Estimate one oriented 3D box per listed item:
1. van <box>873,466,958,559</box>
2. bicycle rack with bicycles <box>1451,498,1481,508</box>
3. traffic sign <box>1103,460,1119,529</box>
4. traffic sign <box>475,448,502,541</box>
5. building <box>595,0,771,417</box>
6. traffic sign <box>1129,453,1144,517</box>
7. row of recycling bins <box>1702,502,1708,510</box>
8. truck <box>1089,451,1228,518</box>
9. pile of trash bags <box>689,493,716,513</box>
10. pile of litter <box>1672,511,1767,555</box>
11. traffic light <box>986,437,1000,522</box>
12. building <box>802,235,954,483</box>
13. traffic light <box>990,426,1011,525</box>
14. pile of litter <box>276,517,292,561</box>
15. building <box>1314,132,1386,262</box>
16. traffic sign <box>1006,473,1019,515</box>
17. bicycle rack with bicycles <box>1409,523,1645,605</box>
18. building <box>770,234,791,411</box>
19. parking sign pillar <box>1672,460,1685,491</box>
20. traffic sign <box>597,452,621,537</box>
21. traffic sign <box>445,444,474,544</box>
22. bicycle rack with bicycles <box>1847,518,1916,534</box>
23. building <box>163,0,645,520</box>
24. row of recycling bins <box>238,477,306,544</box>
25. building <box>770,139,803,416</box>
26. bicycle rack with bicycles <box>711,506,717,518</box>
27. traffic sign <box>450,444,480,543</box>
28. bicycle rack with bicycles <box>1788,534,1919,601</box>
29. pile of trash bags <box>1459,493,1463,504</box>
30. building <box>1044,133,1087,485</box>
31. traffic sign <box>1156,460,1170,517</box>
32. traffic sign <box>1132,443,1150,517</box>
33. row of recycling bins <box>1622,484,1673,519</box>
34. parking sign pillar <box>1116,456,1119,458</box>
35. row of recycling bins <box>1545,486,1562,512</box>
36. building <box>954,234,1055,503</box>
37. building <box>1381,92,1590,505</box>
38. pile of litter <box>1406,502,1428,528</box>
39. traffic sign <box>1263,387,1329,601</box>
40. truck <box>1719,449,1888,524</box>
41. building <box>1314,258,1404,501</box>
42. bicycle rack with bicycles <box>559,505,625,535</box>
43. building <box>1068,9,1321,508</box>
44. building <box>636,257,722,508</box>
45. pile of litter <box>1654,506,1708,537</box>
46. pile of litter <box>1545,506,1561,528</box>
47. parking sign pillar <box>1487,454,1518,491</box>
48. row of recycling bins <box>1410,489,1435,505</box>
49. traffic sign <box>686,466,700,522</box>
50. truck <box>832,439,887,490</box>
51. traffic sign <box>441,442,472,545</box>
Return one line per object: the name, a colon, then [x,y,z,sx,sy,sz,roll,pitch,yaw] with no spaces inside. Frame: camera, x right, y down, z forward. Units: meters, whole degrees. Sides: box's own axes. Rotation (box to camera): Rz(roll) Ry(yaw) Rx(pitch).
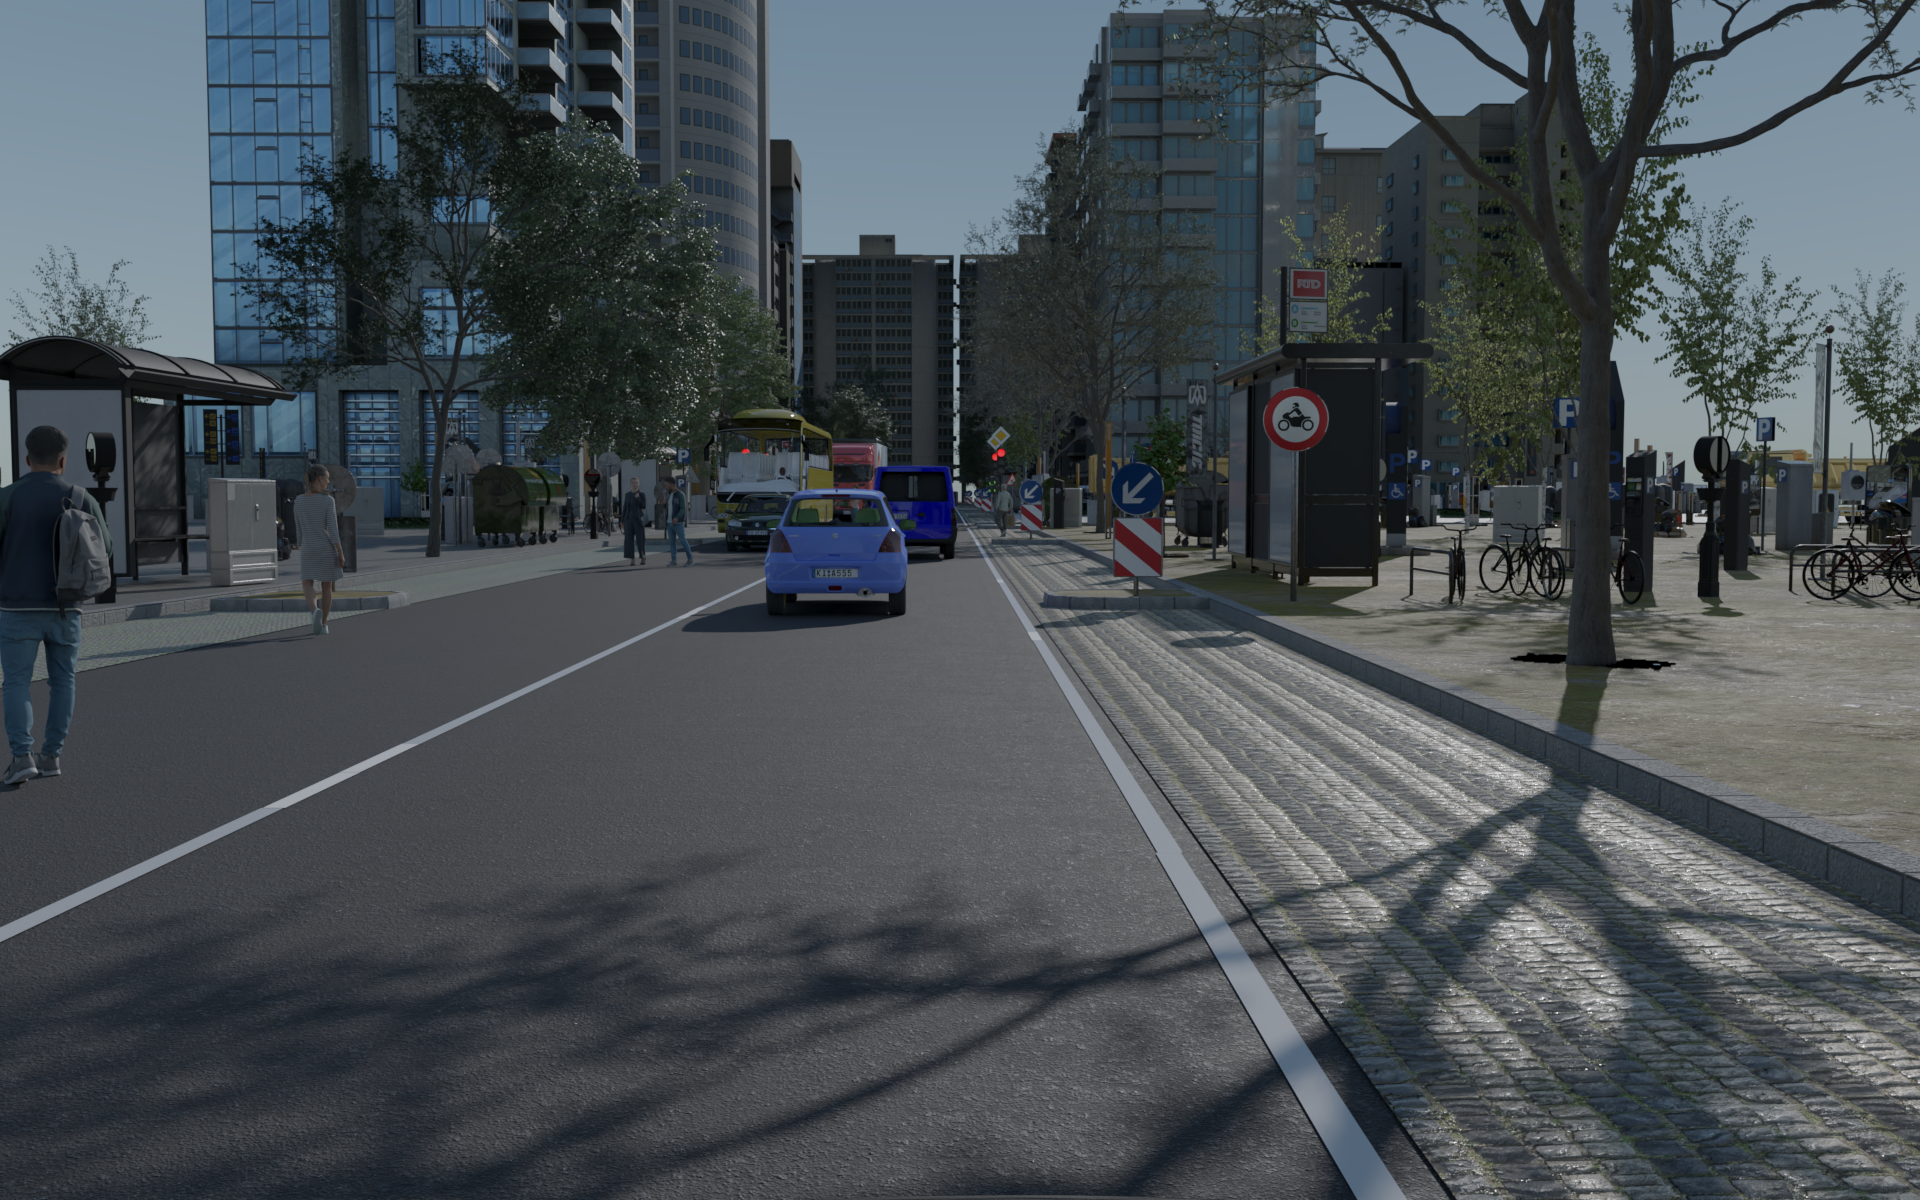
van: [-1.104,-2.175,39.945,2.240,2.365,5.245,0,4,-2]
bicycle rack with bicycles: [42.625,-8.238,148.070,2.852,0.926,2.925,3,4,38]
traffic sign: [5.460,-3.889,63.691,0.768,2.556,0.104,0,4,7]
traffic sign: [-12.923,-2.896,47.460,0.768,2.556,0.104,0,4,5]
building: [-30.395,-38.335,168.781,21.231,58.520,28.212,0,4,0]
traffic sign: [5.081,-2.940,48.181,0.768,2.556,0.104,0,4,6]
row of recycling bins: [61.034,-8.263,142.212,1.069,1.692,3.534,3,4,39]
truck: [10.546,-4.852,75.255,9.791,3.379,3.469,0,4,2]
pile of trash bags: [-17.312,-6.675,118.889,1.912,1.369,3.447,-3,4,-36]
pile of litter: [16.262,-1.405,36.935,1.719,0.858,1.176,2,4,31]
traffic light: [1.613,-5.546,79.606,0.839,4.253,0.868,0,4,0]
building: [-12.515,-34.886,262.265,23.993,40.220,32.217,0,4,0]
traffic light: [1.674,-5.058,71.621,0.839,4.253,0.868,0,4,0]
pile of litter: [-13.521,-1.189,33.401,1.176,0.858,1.719,0,4,7]
building: [60.128,-41.062,260.600,27.495,52.752,28.713,0,4,0]
traffic sign: [3.244,-6.562,107.298,0.884,2.594,0.081,0,4,2]
bicycle rack with bicycles: [6.749,-0.482,21.256,2.852,0.926,2.925,0,4,1]
building: [-26.247,-25.632,190.790,14.160,30.474,14.107,0,4,0]
parking sign pillar: [56.144,-9.019,135.934,1.447,3.967,1.447,0,4,5]
traffic sign: [-10.589,-3.188,52.237,0.768,2.556,0.104,0,4,8]
traffic sign: [-12.847,-2.714,44.478,0.768,2.556,0.104,0,4,5]
bicycle rack with bicycles: [33.413,-2.952,61.654,2.852,0.926,2.925,3,5,39]
building: [-30.414,-48.154,99.993,22.319,86.520,31.000,0,4,0]
row of recycling bins: [-17.749,-2.288,44.524,1.069,1.692,3.534,0,4,3]
building: [-27.200,-34.530,214.683,14.200,45.320,14.600,0,4,0]
bicycle rack with bicycles: [-11.782,-4.801,91.877,2.925,0.926,2.852,0,4,0]
traffic sign: [-12.870,-2.763,45.171,0.884,2.594,0.081,0,4,5]
bicycle rack with bicycles: [11.802,-0.506,21.653,2.925,0.926,2.852,1,4,11]
pile of trash bags: [42.111,-7.992,140.418,3.447,1.369,1.912,0,4,5]
building: [21.386,-33.809,207.402,22.147,44.769,28.867,0,4,0]
traffic sign: [4.226,-2.261,36.971,0.884,2.594,0.081,0,4,1]
traffic sign: [4.677,-2.638,43.240,0.768,2.556,0.104,0,4,7]
row of recycling bins: [27.001,-3.738,68.221,3.534,1.692,1.069,-3,5,-40]
parking sign pillar: [11.590,-8.167,121.999,1.447,3.967,1.447,1,4,17]
row of recycling bins: [31.563,-5.157,91.434,1.069,1.692,3.534,-3,5,-44]
building: [11.481,-34.862,261.868,23.993,40.220,32.217,0,4,0]
building: [64.571,-35.987,212.083,21.600,48.544,21.300,0,4,0]
pile of litter: [17.302,-3.230,66.780,1.719,0.858,1.176,0,4,-6]
traffic sign: [3.995,-1.258,20.669,0.768,2.556,0.104,0,4,8]
truck: [37.716,-4.905,76.119,9.791,3.379,3.469,0,3,0]
building: [46.497,-27.184,216.163,14.107,30.474,14.160,0,4,0]
bicycle rack with bicycles: [-11.719,-2.560,55.238,2.852,0.926,2.925,-2,4,-25]
building: [23.559,-34.092,177.012,23.786,49.044,30.456,0,4,0]
building: [-34.891,-18.030,139.823,27.650,21.520,28.899,0,4,0]
pile of litter: [21.011,-2.286,51.342,1.176,0.858,1.719,-3,5,-40]
pile of litter: [22.526,-3.158,65.595,1.176,0.858,1.719,3,4,36]
parking sign pillar: [36.522,-7.847,116.763,1.447,3.967,1.447,3,4,36]
row of recycling bins: [34.653,-7.620,131.695,1.069,1.692,3.534,-2,4,-33]
traffic sign: [-12.354,-4.855,79.377,0.884,2.594,0.081,1,4,8]
truck: [-5.358,-6.185,90.037,2.839,4.237,11.283,0,4,1]
traffic sign: [-12.592,-2.641,43.186,0.884,2.594,0.081,0,4,4]
